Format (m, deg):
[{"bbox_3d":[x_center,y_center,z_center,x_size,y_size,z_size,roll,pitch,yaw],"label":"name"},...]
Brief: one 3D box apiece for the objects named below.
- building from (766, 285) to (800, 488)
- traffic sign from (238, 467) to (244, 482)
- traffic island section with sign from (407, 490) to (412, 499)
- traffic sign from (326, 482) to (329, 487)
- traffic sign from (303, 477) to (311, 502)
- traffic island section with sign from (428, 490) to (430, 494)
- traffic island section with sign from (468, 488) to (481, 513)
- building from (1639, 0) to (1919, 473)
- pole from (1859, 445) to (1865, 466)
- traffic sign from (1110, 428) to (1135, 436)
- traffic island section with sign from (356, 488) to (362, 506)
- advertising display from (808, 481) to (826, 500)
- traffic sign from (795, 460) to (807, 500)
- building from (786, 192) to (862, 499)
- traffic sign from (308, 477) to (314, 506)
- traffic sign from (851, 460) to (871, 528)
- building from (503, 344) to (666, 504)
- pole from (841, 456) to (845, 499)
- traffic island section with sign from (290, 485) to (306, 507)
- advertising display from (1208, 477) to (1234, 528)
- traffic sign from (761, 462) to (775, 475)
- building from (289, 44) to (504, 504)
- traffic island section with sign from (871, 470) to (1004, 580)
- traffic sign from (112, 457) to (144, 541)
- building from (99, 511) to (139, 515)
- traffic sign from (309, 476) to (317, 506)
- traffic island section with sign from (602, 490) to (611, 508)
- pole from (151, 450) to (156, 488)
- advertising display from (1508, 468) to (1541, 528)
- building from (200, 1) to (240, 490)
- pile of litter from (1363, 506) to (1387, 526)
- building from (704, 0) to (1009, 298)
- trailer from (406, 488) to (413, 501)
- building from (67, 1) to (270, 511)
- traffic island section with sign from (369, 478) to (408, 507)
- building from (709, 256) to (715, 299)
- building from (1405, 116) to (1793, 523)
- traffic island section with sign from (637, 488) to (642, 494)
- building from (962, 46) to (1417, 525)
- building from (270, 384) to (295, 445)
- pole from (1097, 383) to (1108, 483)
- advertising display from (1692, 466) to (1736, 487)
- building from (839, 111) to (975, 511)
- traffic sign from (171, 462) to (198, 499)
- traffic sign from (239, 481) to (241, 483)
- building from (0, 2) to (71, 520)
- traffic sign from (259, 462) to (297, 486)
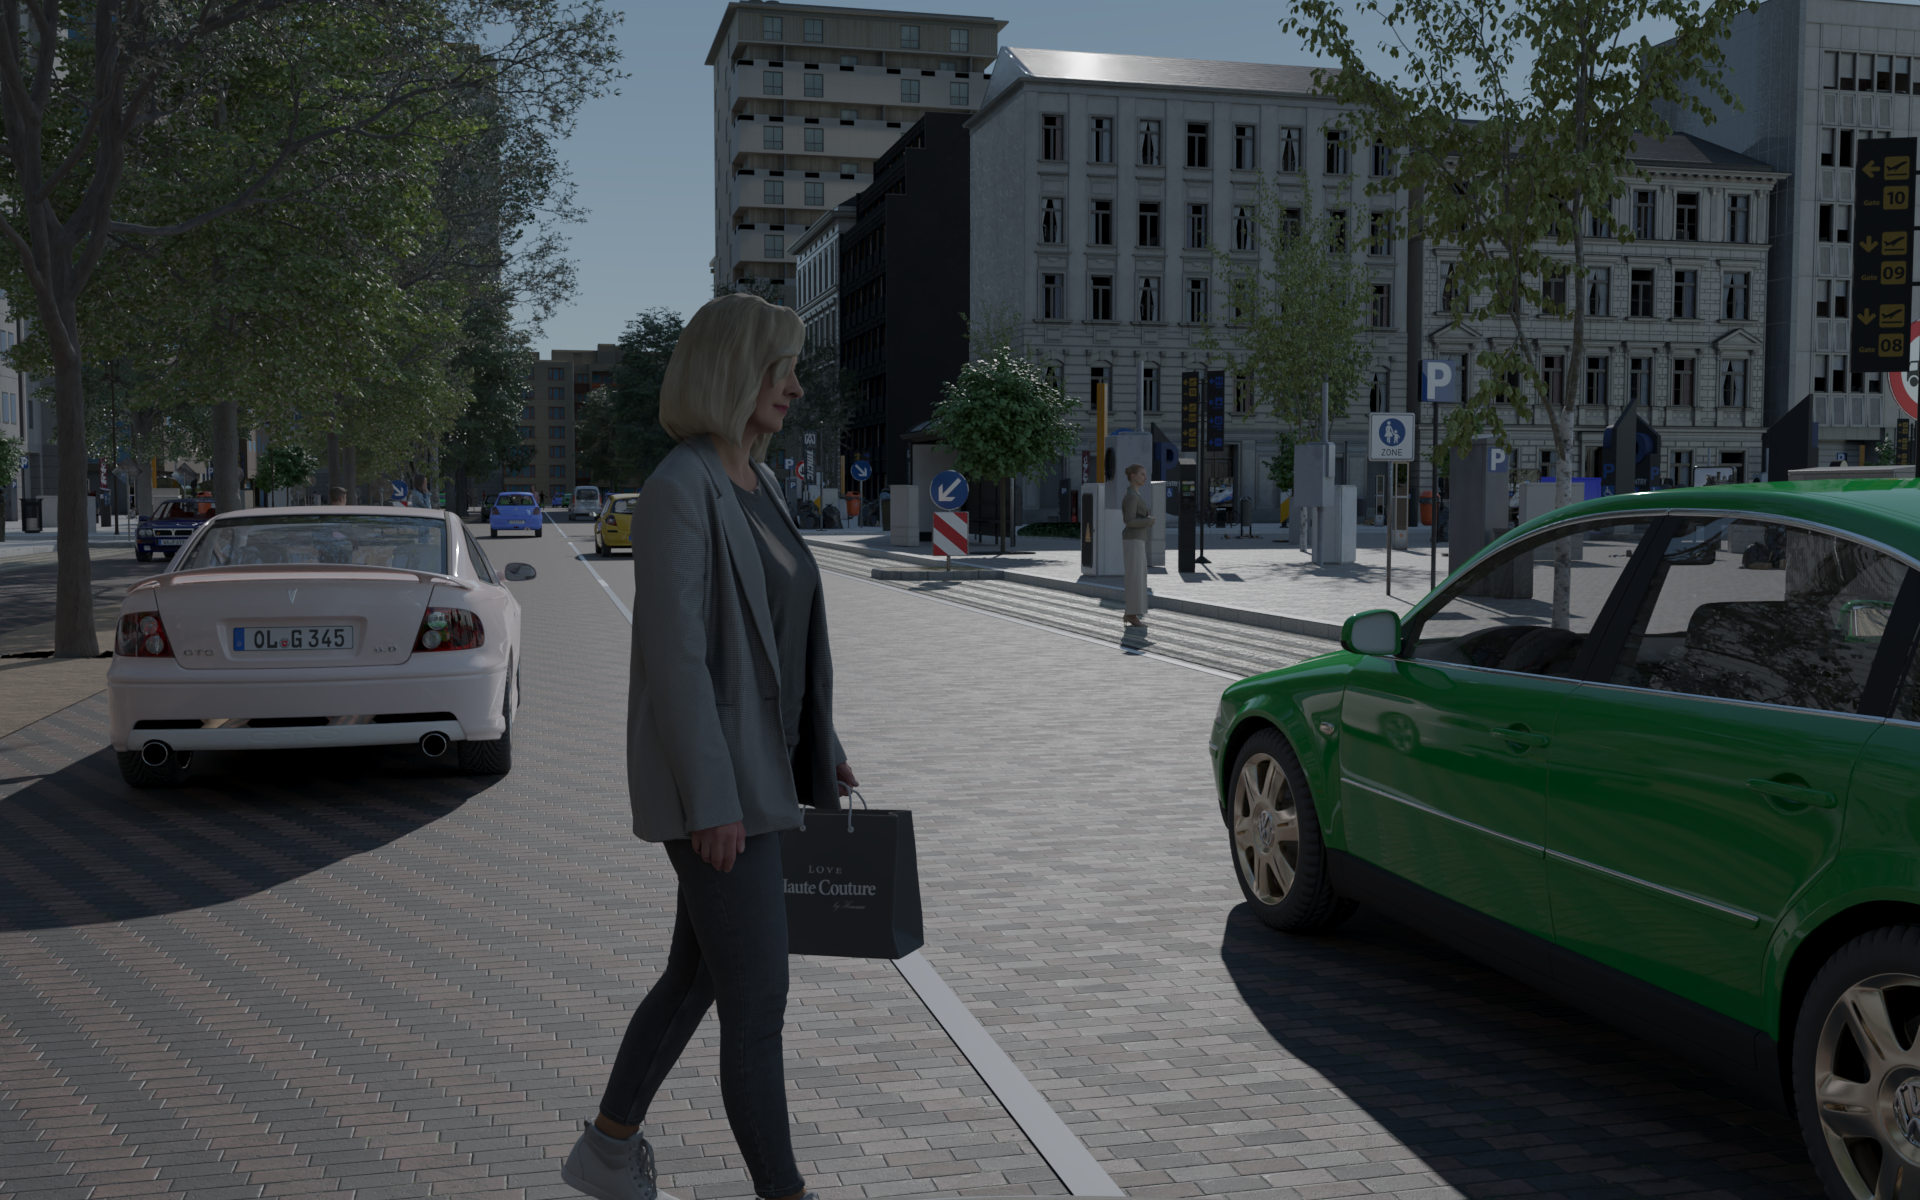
[{"bbox_3d":[-5.480,-19.309,160.747,27.650,21.520,28.899,-1,4,-14],"label":"building"},{"bbox_3d":[-33.093,-4.831,79.098,0.768,2.556,0.104,0,4,-6],"label":"traffic sign"},{"bbox_3d":[-48.800,-8.894,154.046,1.989,1.847,2.006,-1,4,-14],"label":"traffic island section with sign"},{"bbox_3d":[-44.674,-7.540,123.290,0.884,2.594,0.081,-1,4,-9],"label":"traffic sign"},{"bbox_3d":[-42.445,-6.861,112.285,0.768,2.556,0.104,-1,4,-8],"label":"traffic sign"},{"bbox_3d":[-55.296,-10.494,180.210,1.989,1.847,2.006,-1,4,-14],"label":"traffic island section with sign"},{"bbox_3d":[-36.247,-7.395,129.041,2.006,1.907,1.989,-1,4,-14],"label":"traffic island section with sign"},{"bbox_3d":[47.268,-16.602,89.460,19.932,24.808,12.078,-1,4,-14],"label":"building"},{"bbox_3d":[37.699,-4.809,72.468,0.158,3.312,0.155,0,3,0],"label":"pole"},{"bbox_3d":[3.170,-2.045,33.542,0.768,2.556,0.104,-1,4,-10],"label":"traffic sign"},{"bbox_3d":[-36.847,-5.944,105.815,1.989,1.847,2.006,-1,4,-14],"label":"traffic island section with sign"},{"bbox_3d":[-7.193,-5.015,87.214,0.974,1.923,0.123,1,4,18],"label":"advertising display"},{"bbox_3d":[-5.801,-3.978,65.145,0.768,2.556,0.104,0,4,-6],"label":"traffic sign"},{"bbox_3d":[-5.713,-18.195,126.374,11.050,23.489,19.941,-1,4,-14],"label":"building"},{"bbox_3d":[-43.848,-7.121,116.534,0.768,2.556,0.104,0,4,-5],"label":"traffic sign"},{"bbox_3d":[-3.746,-4.009,65.659,0.768,2.556,0.104,0,4,-6],"label":"traffic sign"},{"bbox_3d":[-47.833,-24.065,238.504,28.899,21.520,27.650,-1,4,-14],"label":"building"},{"bbox_3d":[-6.236,-6.006,92.040,0.158,3.312,0.155,0,3,0],"label":"pole"},{"bbox_3d":[-30.258,-4.318,79.227,1.989,1.847,2.006,-1,4,-14],"label":"traffic island section with sign"},{"bbox_3d":[9.854,-3.683,65.428,0.974,1.923,0.123,-1,4,-11],"label":"advertising display"},{"bbox_3d":[-5.859,-2.908,51.186,0.795,2.450,0.064,-1,4,-14],"label":"traffic sign"},{"bbox_3d":[-74.816,-41.930,227.559,28.212,58.520,21.231,-1,4,-14],"label":"building"},{"bbox_3d":[-0.460,-1.278,29.517,1.989,1.847,2.006,-1,4,-14],"label":"traffic island section with sign"},{"bbox_3d":[-22.603,-2.656,47.071,0.795,2.450,0.064,-1,4,-14],"label":"traffic sign"},{"bbox_3d":[-57.436,-28.176,110.782,14.600,45.320,14.200,-1,4,-14],"label":"building"},{"bbox_3d":[-44.600,-7.274,119.030,0.768,2.556,0.104,-1,4,-9],"label":"traffic sign"},{"bbox_3d":[-32.249,-9.123,157.796,1.989,1.847,2.006,-1,4,-14],"label":"traffic island section with sign"},{"bbox_3d":[-33.064,-4.723,71.061,0.158,3.312,0.155,0,3,0],"label":"pole"},{"bbox_3d":[14.072,-2.331,43.329,0.974,1.923,0.123,-1,4,-16],"label":"advertising display"},{"bbox_3d":[-69.573,-50.307,135.195,22.319,86.520,31.000,-1,4,-14],"label":"building"},{"bbox_3d":[16.869,-3.451,70.392,1.719,0.858,1.176,-3,5,-41],"label":"pile of litter"},{"bbox_3d":[-11.665,-36.576,187.259,28.713,52.752,27.495,-1,4,-14],"label":"building"},{"bbox_3d":[-50.301,-9.282,158.811,1.471,1.999,3.904,-1,4,-15],"label":"trailer"},{"bbox_3d":[-72.214,-31.137,159.205,14.600,45.320,14.200,-1,4,-14],"label":"building"},{"bbox_3d":[-18.157,-2.934,56.104,2.006,1.907,1.989,-1,4,-14],"label":"traffic island section with sign"},{"bbox_3d":[-22.296,-33.897,246.102,23.993,40.220,32.217,-1,4,-14],"label":"building"},{"bbox_3d":[28.247,-13.420,84.050,19.286,19.102,10.561,-1,4,-14],"label":"building"},{"bbox_3d":[-20.175,-6.143,109.073,1.989,1.847,2.006,-1,4,-14],"label":"traffic island section with sign"},{"bbox_3d":[10.140,-14.059,79.008,18.267,20.994,9.793,-1,4,-14],"label":"building"},{"bbox_3d":[-76.869,-24.938,179.434,14.107,30.474,14.160,-1,4,-14],"label":"building"},{"bbox_3d":[2.620,-2.332,31.978,0.158,3.312,0.155,0,3,0],"label":"pole"},{"bbox_3d":[17.434,-2.132,40.075,0.123,1.923,0.974,-3,5,-41],"label":"advertising display"},{"bbox_3d":[-0.160,-17.106,109.356,12.332,23.373,15.834,-1,4,-14],"label":"building"},{"bbox_3d":[-24.524,-3.130,54.823,0.795,2.450,0.064,-1,4,-14],"label":"traffic sign"},{"bbox_3d":[-37.984,-5.540,90.685,0.768,2.556,0.104,-1,4,-13],"label":"traffic sign"},{"bbox_3d":[-56.667,-32.938,80.539,21.231,58.520,28.212,-1,4,-14],"label":"building"},{"bbox_3d":[-40.999,-6.754,104.298,2.265,3.308,0.079,-1,4,-11],"label":"traffic sign"}]
